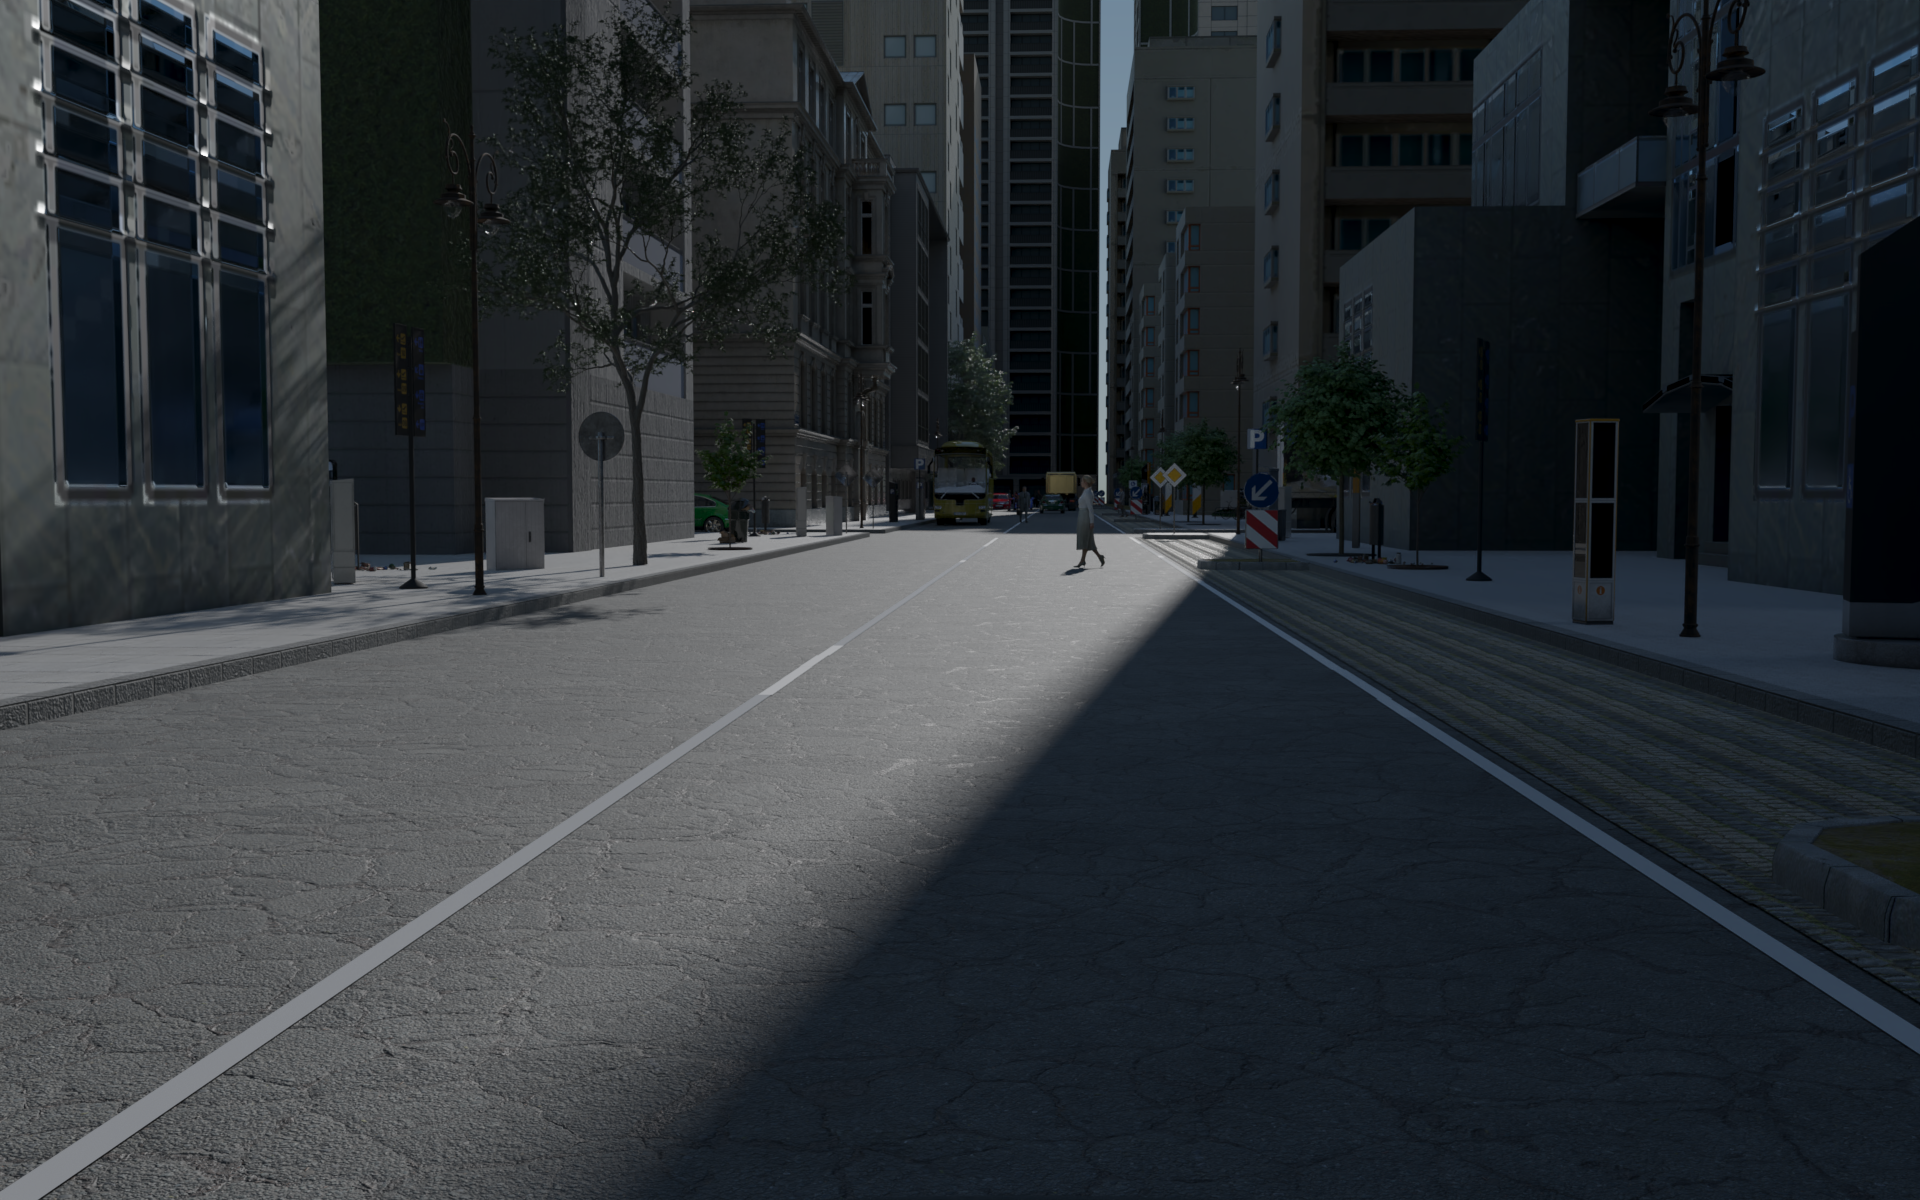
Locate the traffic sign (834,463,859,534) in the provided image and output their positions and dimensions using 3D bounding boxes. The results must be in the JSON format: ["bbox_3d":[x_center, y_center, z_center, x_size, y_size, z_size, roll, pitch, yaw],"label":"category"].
[{"bbox_3d":[-3.691,-3.219,56.278,0.795,2.450,0.064,0,4,3],"label":"traffic sign"}]

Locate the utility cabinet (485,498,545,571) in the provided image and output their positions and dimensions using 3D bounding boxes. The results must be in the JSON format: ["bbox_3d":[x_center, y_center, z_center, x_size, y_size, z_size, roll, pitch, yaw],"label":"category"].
[{"bbox_3d":[-7.551,-1.117,29.432,0.306,1.237,1.020,3,4,38],"label":"utility cabinet"}]

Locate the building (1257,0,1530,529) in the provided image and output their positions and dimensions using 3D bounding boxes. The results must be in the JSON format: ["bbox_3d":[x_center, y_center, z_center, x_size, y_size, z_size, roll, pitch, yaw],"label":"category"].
[{"bbox_3d":[23.493,-27.434,72.240,21.600,48.544,21.300,0,4,3],"label":"building"}]

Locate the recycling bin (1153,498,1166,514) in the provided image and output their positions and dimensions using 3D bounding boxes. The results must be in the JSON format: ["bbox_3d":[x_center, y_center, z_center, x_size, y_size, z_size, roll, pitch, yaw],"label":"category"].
[{"bbox_3d":[12.742,-5.954,109.909,0.722,1.027,0.722,-2,4,-26],"label":"recycling bin"}]

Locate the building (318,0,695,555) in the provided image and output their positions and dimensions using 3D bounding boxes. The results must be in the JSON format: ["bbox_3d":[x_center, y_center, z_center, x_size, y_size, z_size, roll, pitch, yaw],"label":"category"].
[{"bbox_3d":[-22.041,-30.792,45.451,28.212,58.520,21.231,0,4,3],"label":"building"}]

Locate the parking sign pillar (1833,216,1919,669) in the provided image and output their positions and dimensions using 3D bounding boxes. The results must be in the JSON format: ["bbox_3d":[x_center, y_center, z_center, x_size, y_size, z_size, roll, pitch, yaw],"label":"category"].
[{"bbox_3d":[7.471,-1.506,13.102,1.447,3.967,1.447,1,4,20],"label":"parking sign pillar"}]

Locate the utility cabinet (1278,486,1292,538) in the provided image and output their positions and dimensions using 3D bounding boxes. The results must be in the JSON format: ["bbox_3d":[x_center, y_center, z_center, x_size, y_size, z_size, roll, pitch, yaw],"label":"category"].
[{"bbox_3d":[9.413,-2.559,50.516,0.318,1.500,1.173,1,4,20],"label":"utility cabinet"}]

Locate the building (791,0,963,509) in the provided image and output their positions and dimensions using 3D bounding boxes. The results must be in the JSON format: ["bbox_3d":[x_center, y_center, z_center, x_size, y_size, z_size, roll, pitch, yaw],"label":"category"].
[{"bbox_3d":[-13.695,-34.511,153.498,28.713,52.752,27.495,0,4,3],"label":"building"}]

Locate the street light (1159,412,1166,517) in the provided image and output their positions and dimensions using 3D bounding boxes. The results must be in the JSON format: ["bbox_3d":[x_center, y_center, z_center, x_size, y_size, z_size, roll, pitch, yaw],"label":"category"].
[{"bbox_3d":[11.466,-7.676,98.293,0.468,5.910,1.993,0,4,3],"label":"street light"}]

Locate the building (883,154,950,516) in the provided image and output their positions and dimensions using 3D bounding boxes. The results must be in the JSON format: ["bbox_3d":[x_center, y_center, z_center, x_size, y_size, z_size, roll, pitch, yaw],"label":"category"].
[{"bbox_3d":[-8.713,-18.110,115.160,14.314,24.678,30.058,0,4,3],"label":"building"}]

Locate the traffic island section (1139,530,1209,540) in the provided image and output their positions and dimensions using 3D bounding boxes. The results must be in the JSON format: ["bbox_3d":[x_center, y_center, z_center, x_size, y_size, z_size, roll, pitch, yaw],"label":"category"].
[{"bbox_3d":[6.907,-2.045,55.710,2.009,0.180,2.903,0,4,3],"label":"traffic island section"}]

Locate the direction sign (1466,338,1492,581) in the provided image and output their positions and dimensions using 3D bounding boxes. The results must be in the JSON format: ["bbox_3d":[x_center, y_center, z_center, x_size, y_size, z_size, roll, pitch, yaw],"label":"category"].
[{"bbox_3d":[7.684,-2.051,25.532,0.379,3.537,0.876,2,4,27],"label":"direction sign"}]

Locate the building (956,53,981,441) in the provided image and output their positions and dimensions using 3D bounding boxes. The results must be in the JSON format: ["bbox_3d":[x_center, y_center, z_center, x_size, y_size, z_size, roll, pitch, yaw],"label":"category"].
[{"bbox_3d":[-5.108,-32.046,174.063,14.600,45.320,14.200,0,4,3],"label":"building"}]

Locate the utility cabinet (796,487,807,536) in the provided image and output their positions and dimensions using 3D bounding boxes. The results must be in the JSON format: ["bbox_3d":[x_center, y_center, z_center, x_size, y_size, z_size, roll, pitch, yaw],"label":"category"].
[{"bbox_3d":[-4.833,-2.685,52.571,0.318,1.500,1.173,0,4,-7],"label":"utility cabinet"}]

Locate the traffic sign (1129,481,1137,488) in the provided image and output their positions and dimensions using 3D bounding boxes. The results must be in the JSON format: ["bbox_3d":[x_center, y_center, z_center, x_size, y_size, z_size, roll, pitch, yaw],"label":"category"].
[{"bbox_3d":[13.222,-7.966,132.381,0.606,2.300,0.079,1,4,11],"label":"traffic sign"}]

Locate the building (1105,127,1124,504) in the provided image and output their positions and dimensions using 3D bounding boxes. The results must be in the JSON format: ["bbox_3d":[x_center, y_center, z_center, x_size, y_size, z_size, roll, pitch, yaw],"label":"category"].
[{"bbox_3d":[30.299,-37.168,231.390,21.600,48.544,21.300,0,4,3],"label":"building"}]

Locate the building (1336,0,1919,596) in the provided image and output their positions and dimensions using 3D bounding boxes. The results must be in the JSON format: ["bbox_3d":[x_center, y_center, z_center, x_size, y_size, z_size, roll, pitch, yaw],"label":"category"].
[{"bbox_3d":[21.025,-43.933,30.973,22.319,86.520,31.000,0,4,3],"label":"building"}]

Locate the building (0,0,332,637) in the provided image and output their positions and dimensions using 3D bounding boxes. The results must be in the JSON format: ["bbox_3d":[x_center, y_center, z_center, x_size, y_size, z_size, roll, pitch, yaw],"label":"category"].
[{"bbox_3d":[-18.230,-42.343,4.976,22.319,86.520,31.000,0,4,3],"label":"building"}]

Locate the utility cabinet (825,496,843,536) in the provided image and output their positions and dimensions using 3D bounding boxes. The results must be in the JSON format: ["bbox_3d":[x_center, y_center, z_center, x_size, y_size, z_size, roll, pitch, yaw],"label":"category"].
[{"bbox_3d":[-3.917,-2.617,53.949,0.306,1.237,1.020,-1,4,-19],"label":"utility cabinet"}]

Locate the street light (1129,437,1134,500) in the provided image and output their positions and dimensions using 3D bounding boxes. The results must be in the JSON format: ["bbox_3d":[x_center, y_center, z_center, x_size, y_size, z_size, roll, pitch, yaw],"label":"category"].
[{"bbox_3d":[13.645,-10.074,137.505,0.468,5.910,1.993,0,4,3],"label":"street light"}]

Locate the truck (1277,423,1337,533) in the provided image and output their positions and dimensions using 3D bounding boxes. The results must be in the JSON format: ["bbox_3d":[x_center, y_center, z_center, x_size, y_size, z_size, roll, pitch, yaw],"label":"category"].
[{"bbox_3d":[16.674,-4.322,59.576,11.283,4.237,2.839,0,4,5],"label":"truck"}]

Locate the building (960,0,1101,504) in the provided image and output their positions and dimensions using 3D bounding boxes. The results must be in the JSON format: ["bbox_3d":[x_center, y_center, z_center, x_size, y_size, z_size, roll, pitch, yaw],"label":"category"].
[{"bbox_3d":[8.410,-48.537,231.829,20.611,71.187,20.563,0,4,3],"label":"building"}]

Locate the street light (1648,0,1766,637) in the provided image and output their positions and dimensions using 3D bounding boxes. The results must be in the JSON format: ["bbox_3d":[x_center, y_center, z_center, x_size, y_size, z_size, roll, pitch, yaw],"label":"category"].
[{"bbox_3d":[6.565,-2.606,15.398,0.468,5.910,1.993,0,4,3],"label":"street light"}]

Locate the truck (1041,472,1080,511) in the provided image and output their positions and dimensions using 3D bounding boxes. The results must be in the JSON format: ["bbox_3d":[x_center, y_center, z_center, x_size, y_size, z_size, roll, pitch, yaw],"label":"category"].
[{"bbox_3d":[8.755,-9.432,150.136,3.469,3.379,9.791,0,4,3],"label":"truck"}]

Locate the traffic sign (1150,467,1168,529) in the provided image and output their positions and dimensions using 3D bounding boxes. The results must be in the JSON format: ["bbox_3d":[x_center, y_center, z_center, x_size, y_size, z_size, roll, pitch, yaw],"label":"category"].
[{"bbox_3d":[7.355,-3.667,63.605,0.795,2.450,0.064,0,4,3],"label":"traffic sign"}]

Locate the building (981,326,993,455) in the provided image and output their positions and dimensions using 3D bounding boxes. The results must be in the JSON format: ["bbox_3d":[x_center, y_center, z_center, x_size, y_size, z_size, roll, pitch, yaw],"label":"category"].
[{"bbox_3d":[-11.130,-21.815,201.711,28.899,21.520,27.650,0,4,3],"label":"building"}]

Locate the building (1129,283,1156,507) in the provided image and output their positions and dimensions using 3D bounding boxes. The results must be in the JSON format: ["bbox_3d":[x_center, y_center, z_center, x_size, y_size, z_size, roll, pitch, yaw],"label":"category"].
[{"bbox_3d":[29.706,-19.011,155.865,27.650,21.520,28.899,0,4,3],"label":"building"}]

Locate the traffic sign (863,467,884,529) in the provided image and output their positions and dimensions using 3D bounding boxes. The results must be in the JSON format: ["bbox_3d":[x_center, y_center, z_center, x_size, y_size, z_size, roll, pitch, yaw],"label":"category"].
[{"bbox_3d":[-3.220,-3.707,64.249,0.795,2.450,0.064,0,4,3],"label":"traffic sign"}]

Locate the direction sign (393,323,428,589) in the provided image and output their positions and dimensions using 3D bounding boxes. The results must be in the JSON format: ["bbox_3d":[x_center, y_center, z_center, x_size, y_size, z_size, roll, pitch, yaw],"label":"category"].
[{"bbox_3d":[-7.421,-1.922,23.420,0.379,3.537,0.876,0,4,7],"label":"direction sign"}]

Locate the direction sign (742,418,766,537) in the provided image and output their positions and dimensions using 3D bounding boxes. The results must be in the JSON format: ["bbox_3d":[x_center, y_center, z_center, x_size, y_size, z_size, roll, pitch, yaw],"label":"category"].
[{"bbox_3d":[-6.197,-3.680,52.159,0.379,3.537,0.876,3,5,43],"label":"direction sign"}]

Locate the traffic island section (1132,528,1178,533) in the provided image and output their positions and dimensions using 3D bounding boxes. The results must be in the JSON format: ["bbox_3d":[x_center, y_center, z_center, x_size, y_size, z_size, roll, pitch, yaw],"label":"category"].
[{"bbox_3d":[7.379,-2.532,63.681,2.009,0.180,2.903,0,4,3],"label":"traffic island section"}]

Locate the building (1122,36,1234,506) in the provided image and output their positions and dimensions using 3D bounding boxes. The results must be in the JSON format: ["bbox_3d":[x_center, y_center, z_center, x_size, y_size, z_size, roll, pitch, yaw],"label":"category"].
[{"bbox_3d":[28.350,-34.074,180.803,21.300,48.544,21.600,0,4,3],"label":"building"}]

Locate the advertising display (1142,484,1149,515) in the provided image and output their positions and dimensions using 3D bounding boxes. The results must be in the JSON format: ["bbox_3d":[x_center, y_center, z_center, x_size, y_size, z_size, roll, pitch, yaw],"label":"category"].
[{"bbox_3d":[11.438,-6.212,106.772,0.123,1.923,0.974,-1,4,-14],"label":"advertising display"}]

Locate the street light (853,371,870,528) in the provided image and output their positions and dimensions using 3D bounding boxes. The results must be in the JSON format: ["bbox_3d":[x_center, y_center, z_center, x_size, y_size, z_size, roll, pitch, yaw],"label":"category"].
[{"bbox_3d":[-3.692,-5.631,64.861,0.468,5.910,1.993,0,4,3],"label":"street light"}]

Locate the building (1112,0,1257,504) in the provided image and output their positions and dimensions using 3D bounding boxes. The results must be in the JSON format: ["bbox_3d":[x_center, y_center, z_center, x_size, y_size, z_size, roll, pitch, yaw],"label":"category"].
[{"bbox_3d":[28.494,-46.664,201.206,20.563,71.187,20.611,0,4,3],"label":"building"}]

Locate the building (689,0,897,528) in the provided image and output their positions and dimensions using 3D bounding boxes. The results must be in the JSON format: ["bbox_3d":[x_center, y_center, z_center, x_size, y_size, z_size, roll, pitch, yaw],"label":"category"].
[{"bbox_3d":[-10.392,-16.116,82.582,14.460,24.649,34.723,0,4,3],"label":"building"}]

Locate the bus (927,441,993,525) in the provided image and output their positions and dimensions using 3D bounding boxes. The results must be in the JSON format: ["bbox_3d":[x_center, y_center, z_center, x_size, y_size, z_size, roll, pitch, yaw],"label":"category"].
[{"bbox_3d":[0.226,-5.617,83.379,2.896,3.916,12.252,0,4,2],"label":"bus"}]

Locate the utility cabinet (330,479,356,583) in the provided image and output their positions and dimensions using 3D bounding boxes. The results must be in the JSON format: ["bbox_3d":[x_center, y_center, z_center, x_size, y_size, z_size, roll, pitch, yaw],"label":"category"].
[{"bbox_3d":[-8.936,-1.000,25.028,0.318,1.500,1.173,-1,4,-21],"label":"utility cabinet"}]

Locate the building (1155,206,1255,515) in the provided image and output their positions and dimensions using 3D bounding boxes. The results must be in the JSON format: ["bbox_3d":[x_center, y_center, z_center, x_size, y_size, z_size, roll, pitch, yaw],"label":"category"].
[{"bbox_3d":[28.187,-16.698,118.055,27.650,21.520,28.899,0,4,3],"label":"building"}]

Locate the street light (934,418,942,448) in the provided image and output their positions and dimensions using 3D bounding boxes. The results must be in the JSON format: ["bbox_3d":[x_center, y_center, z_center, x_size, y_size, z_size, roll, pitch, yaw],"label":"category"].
[{"bbox_3d":[-1.342,-8.058,104.533,0.468,5.910,1.993,0,4,3],"label":"street light"}]

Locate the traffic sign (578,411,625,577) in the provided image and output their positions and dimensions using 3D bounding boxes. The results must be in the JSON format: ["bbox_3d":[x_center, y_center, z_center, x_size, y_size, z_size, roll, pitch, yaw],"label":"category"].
[{"bbox_3d":[-5.542,-1.629,26.742,0.768,2.556,0.104,1,4,13],"label":"traffic sign"}]

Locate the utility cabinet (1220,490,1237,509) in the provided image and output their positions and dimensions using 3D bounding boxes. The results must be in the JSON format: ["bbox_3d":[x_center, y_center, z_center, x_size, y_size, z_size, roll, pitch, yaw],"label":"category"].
[{"bbox_3d":[16.014,-5.739,102.510,1.173,1.500,0.318,2,4,32],"label":"utility cabinet"}]

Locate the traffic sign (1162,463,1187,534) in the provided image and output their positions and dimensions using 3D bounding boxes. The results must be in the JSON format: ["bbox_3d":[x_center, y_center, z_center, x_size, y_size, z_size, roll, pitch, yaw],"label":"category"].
[{"bbox_3d":[6.883,-3.180,55.634,0.795,2.450,0.064,0,4,3],"label":"traffic sign"}]

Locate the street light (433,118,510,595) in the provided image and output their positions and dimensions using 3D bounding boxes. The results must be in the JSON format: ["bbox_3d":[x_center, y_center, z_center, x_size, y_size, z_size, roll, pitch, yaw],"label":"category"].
[{"bbox_3d":[-6.111,-3.001,21.857,0.468,5.910,1.993,0,4,3],"label":"street light"}]

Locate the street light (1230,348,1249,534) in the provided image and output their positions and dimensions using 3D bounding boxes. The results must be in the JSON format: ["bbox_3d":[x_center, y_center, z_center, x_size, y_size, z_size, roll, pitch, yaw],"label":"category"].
[{"bbox_3d":[8.850,-5.023,54.914,0.468,5.910,1.993,0,4,3],"label":"street light"}]
